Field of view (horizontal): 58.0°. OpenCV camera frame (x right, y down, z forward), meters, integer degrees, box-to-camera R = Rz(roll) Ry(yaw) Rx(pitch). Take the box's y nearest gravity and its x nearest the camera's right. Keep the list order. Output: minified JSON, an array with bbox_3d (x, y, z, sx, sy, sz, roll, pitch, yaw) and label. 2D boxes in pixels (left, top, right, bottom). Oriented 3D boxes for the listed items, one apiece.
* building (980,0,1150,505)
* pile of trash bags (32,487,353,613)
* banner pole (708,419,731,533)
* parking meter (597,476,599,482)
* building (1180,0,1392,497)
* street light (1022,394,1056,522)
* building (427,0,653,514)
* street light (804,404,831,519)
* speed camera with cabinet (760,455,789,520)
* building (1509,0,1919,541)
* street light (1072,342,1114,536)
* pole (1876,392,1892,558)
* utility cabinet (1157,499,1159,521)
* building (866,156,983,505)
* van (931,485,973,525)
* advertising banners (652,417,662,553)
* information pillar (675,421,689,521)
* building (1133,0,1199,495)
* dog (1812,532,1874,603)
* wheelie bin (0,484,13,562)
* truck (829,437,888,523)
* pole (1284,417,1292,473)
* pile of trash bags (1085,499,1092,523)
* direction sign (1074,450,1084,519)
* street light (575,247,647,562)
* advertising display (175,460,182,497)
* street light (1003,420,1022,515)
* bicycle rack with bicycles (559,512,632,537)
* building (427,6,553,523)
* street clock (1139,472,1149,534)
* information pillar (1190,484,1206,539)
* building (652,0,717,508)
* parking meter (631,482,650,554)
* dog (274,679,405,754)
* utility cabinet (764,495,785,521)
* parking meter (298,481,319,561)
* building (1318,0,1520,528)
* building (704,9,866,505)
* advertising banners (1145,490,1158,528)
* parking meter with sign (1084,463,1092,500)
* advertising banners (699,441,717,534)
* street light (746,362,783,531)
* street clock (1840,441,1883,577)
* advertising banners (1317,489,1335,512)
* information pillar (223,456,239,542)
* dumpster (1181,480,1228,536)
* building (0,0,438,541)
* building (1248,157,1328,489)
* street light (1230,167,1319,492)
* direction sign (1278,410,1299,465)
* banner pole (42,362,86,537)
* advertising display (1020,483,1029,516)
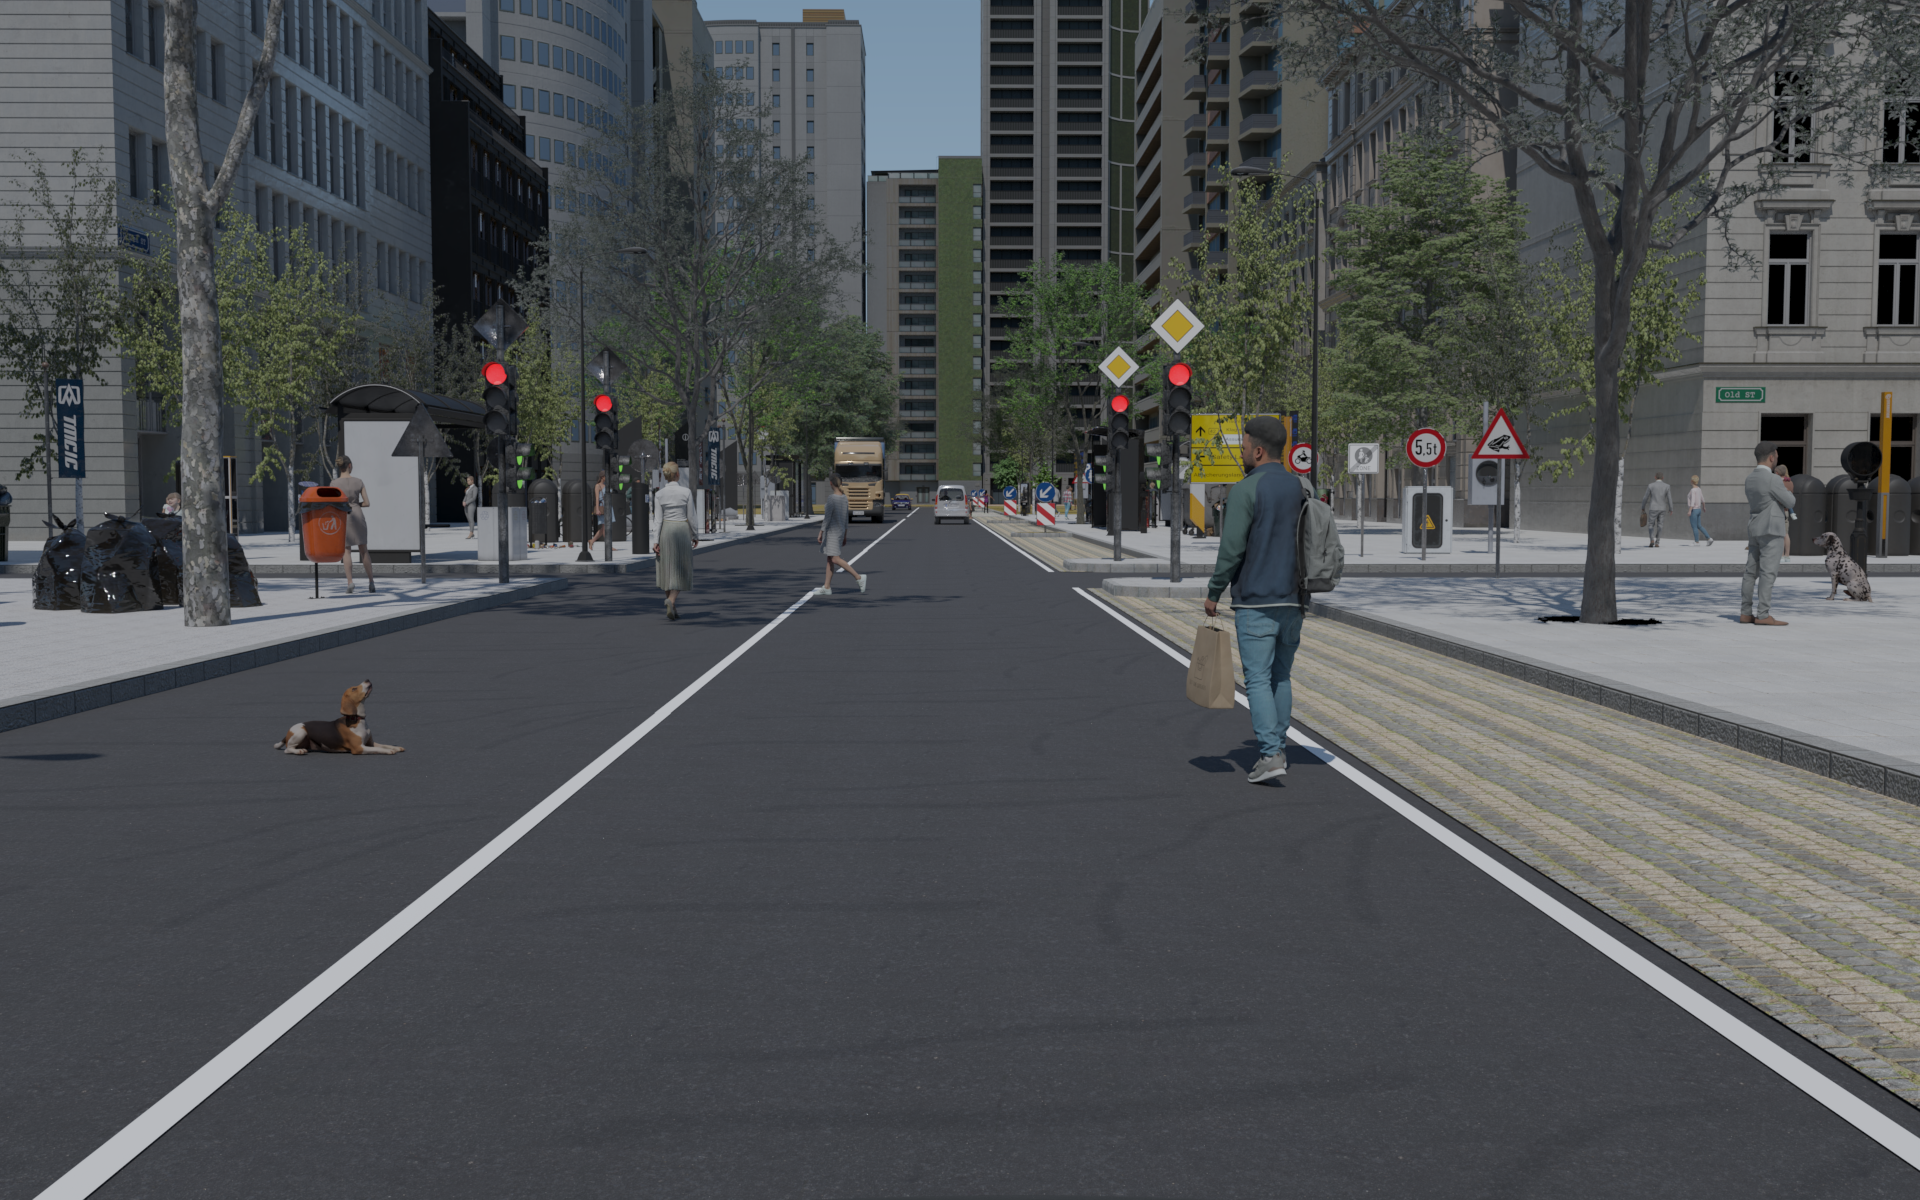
[{"bbox_3d":[12.952,-47.501,214.889,20.611,71.187,20.563,0,4,-1],"label":"building"},{"bbox_3d":[-8.754,-0.632,20.089,3.447,1.369,1.912,-3,5,-43],"label":"pile of trash bags"},{"bbox_3d":[-8.013,-4.121,57.391,0.863,3.779,0.401,-3,5,-41],"label":"banner pole"},{"bbox_3d":[-11.710,-3.126,56.825,0.255,1.863,0.399,1,4,22],"label":"parking meter"},{"bbox_3d":[28.938,-29.291,133.533,22.147,44.769,28.867,0,4,-1],"label":"building"},{"bbox_3d":[3.772,-6.614,80.673,1.470,5.913,1.316,0,4,-1],"label":"street light"},{"bbox_3d":[-34.218,-35.416,121.044,21.231,58.520,28.212,0,4,-1],"label":"building"},{"bbox_3d":[-7.330,-7.124,89.019,1.470,5.913,1.316,0,4,-1],"label":"street light"},{"bbox_3d":[-9.278,-5.646,86.652,0.660,3.252,2.038,-2,4,-34],"label":"speed camera with cabinet"},{"bbox_3d":[41.597,-17.025,54.768,44.131,29.872,17.030,0,4,-1],"label":"building"},{"bbox_3d":[4.124,-4.927,53.101,1.470,5.913,1.316,0,4,-1],"label":"street light"},{"bbox_3d":[18.484,-2.495,34.639,0.158,3.312,0.155,0,3,0],"label":"pole"},{"bbox_3d":[9.273,-4.431,83.605,0.306,1.237,1.020,-1,4,-19],"label":"utility cabinet"},{"bbox_3d":[-4.345,-32.322,212.057,14.086,41.232,14.154,0,4,-1],"label":"building"},{"bbox_3d":[-0.376,-4.632,82.741,2.013,2.044,4.112,0,4,1],"label":"van"},{"bbox_3d":[-6.765,-2.602,38.727,0.090,3.025,2.074,0,4,-5],"label":"advertising banners"},{"bbox_3d":[-8.700,-3.858,54.436,0.504,3.616,0.183,-2,4,-33],"label":"information pillar"},{"bbox_3d":[27.757,-32.724,158.739,21.300,48.544,21.600,0,4,-1],"label":"building"},{"bbox_3d":[10.682,-0.388,20.728,0.513,0.831,0.800,-1,4,-15],"label":"dog"},{"bbox_3d":[-18.369,-1.520,32.752,0.693,1.594,0.980,0,4,2],"label":"wheelie bin"},{"bbox_3d":[-5.048,-6.049,87.811,2.839,4.237,11.283,0,4,-2],"label":"truck"},{"bbox_3d":[8.651,-3.176,45.764,0.158,3.312,0.155,0,3,0],"label":"pole"},{"bbox_3d":[6.585,-4.202,78.453,1.912,1.369,3.447,0,4,0],"label":"pile of trash bags"},{"bbox_3d":[6.152,-5.974,89.666,0.379,3.537,0.876,-2,4,-31],"label":"direction sign"},{"bbox_3d":[-6.584,-3.682,32.736,1.470,5.913,1.316,0,4,-1],"label":"street light"},{"bbox_3d":[-14.748,-1.717,33.280,0.123,1.923,0.974,0,4,4],"label":"advertising display"},{"bbox_3d":[3.345,-8.294,108.153,1.470,5.913,1.316,0,4,-1],"label":"street light"},{"bbox_3d":[-10.976,-2.292,50.859,2.925,0.926,2.852,-1,4,-16],"label":"bicycle rack with bicycles"},{"bbox_3d":[-27.897,-15.578,84.383,12.332,23.373,15.834,0,4,-1],"label":"building"},{"bbox_3d":[5.982,-3.164,56.307,0.358,2.002,0.471,1,4,19],"label":"street clock"},{"bbox_3d":[6.837,-3.573,49.766,0.504,3.616,0.183,-2,4,-32],"label":"information pillar"},{"bbox_3d":[-34.177,-32.689,158.160,21.600,48.544,21.300,0,4,-1],"label":"building"},{"bbox_3d":[-6.808,-1.743,36.903,0.372,1.533,0.369,0,3,0],"label":"parking meter"},{"bbox_3d":[-3.484,0.644,9.671,0.550,0.427,0.748,-3,5,-40],"label":"dog"},{"bbox_3d":[-8.723,-4.303,81.522,1.020,1.237,0.306,2,4,27],"label":"utility cabinet"},{"bbox_3d":[-12.535,-1.526,33.358,0.372,1.533,0.369,0,3,0],"label":"parking meter"},{"bbox_3d":[24.632,-17.125,77.260,12.463,27.353,25.104,0,4,-1],"label":"building"},{"bbox_3d":[-25.780,-41.134,214.538,28.212,58.520,21.231,0,4,-1],"label":"building"},{"bbox_3d":[7.100,-4.242,65.551,0.090,3.025,2.074,-1,4,-14],"label":"advertising banners"},{"bbox_3d":[7.906,-6.298,99.232,1.738,3.016,0.543,-3,5,-42],"label":"parking meter with sign"},{"bbox_3d":[-8.162,-3.651,55.889,0.090,3.025,2.074,0,4,7],"label":"advertising banners"},{"bbox_3d":[-6.846,-5.406,60.925,1.470,5.913,1.316,0,4,-1],"label":"street light"},{"bbox_3d":[12.429,-1.184,23.929,0.471,2.002,0.358,0,4,5],"label":"street clock"},{"bbox_3d":[8.199,-2.806,42.064,0.090,3.025,2.074,-3,5,-44],"label":"advertising banners"},{"bbox_3d":[-14.263,-1.787,33.702,0.304,2.012,0.304,0,4,1],"label":"information pillar"},{"bbox_3d":[7.600,-2.936,53.760,1.264,1.857,1.865,0,4,-1],"label":"dumpster"},{"bbox_3d":[-28.312,-17.335,60.917,11.434,29.767,29.804,0,4,-1],"label":"building"},{"bbox_3d":[23.020,-15.312,99.494,9.793,20.994,18.267,0,4,-1],"label":"building"},{"bbox_3d":[4.534,-3.193,24.749,1.470,5.913,1.316,0,4,-1],"label":"street light"},{"bbox_3d":[8.932,-3.380,47.262,0.379,3.537,0.876,-2,4,-27],"label":"direction sign"},{"bbox_3d":[-17.137,-2.632,33.057,0.863,3.779,0.401,-2,4,-31],"label":"banner pole"},{"bbox_3d":[3.762,-5.829,100.510,0.123,1.923,0.974,-1,4,-23],"label":"advertising display"}]
